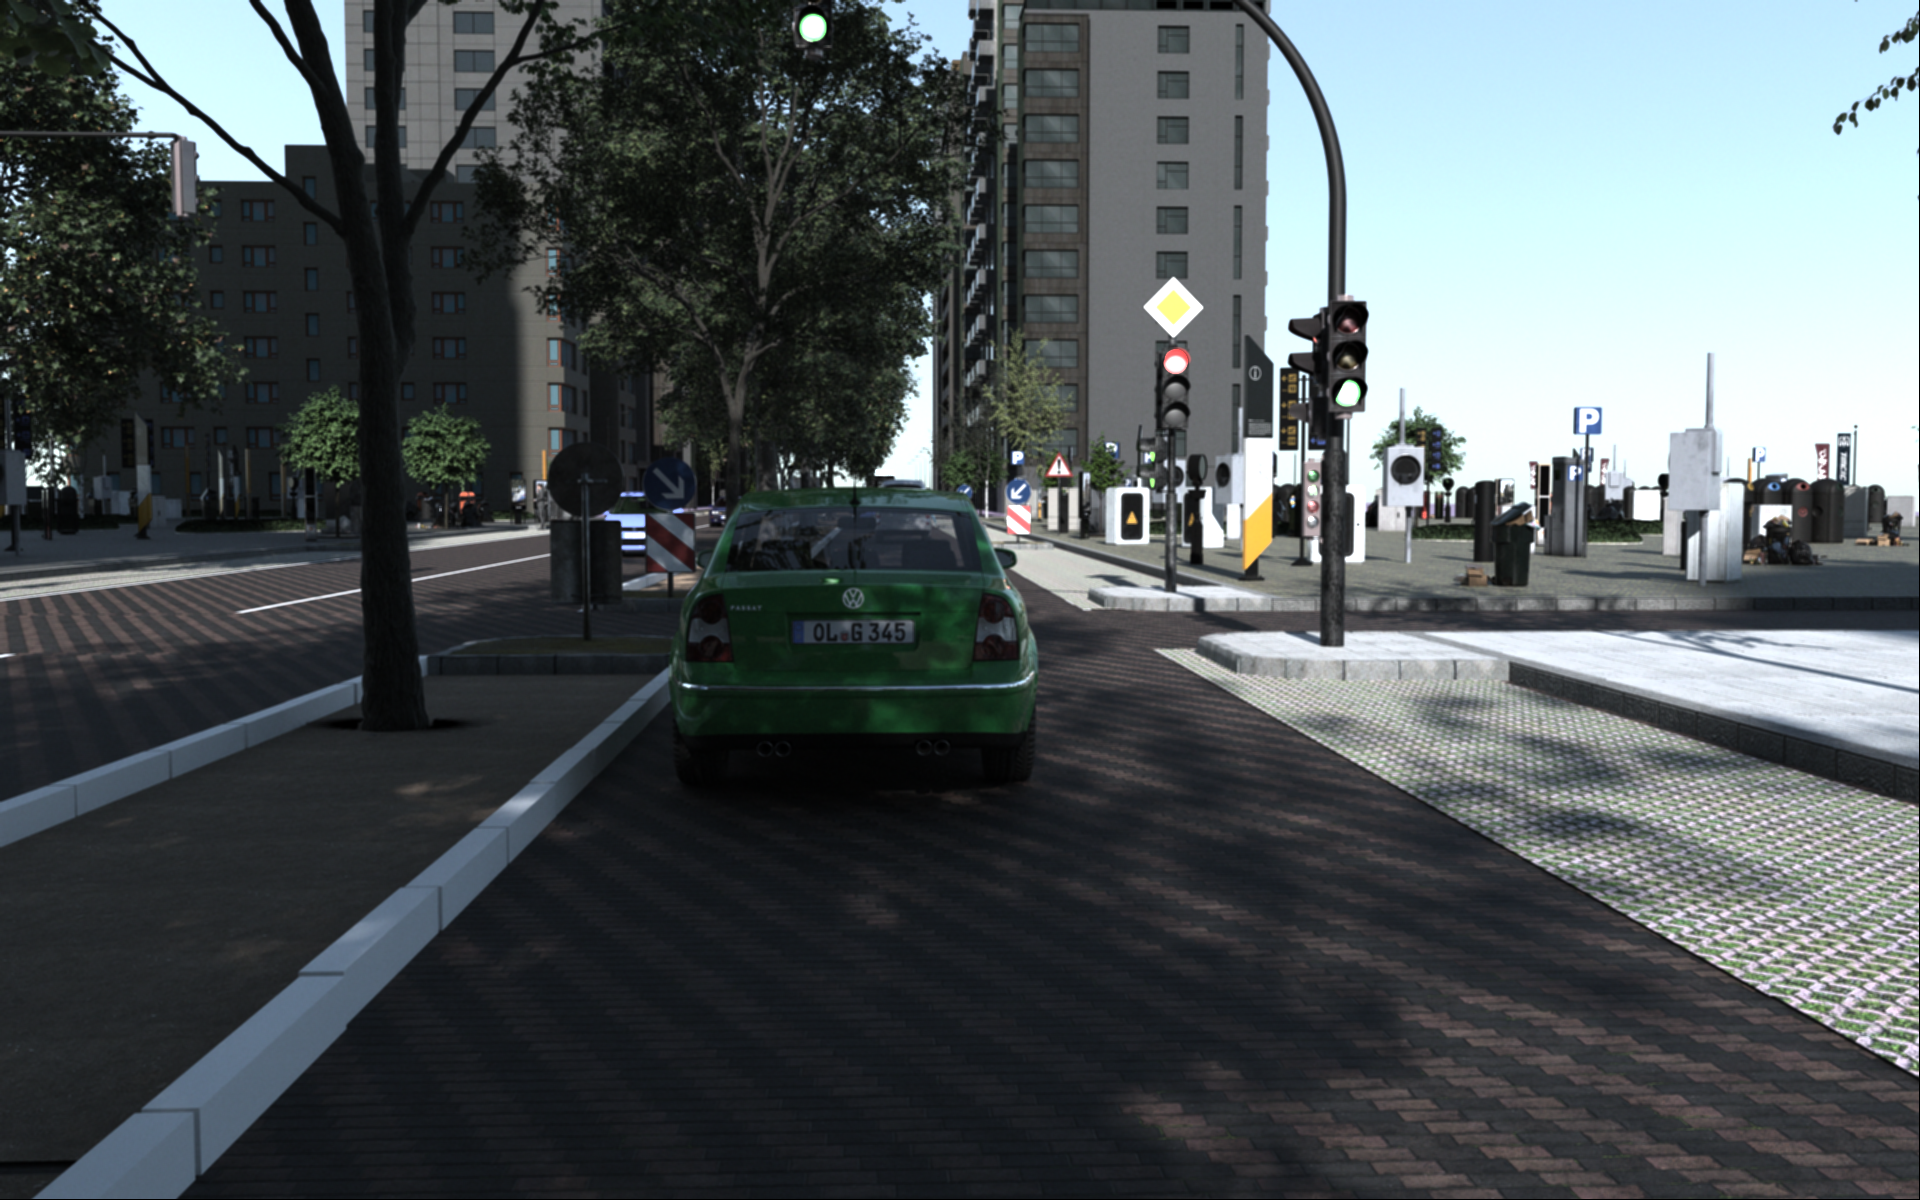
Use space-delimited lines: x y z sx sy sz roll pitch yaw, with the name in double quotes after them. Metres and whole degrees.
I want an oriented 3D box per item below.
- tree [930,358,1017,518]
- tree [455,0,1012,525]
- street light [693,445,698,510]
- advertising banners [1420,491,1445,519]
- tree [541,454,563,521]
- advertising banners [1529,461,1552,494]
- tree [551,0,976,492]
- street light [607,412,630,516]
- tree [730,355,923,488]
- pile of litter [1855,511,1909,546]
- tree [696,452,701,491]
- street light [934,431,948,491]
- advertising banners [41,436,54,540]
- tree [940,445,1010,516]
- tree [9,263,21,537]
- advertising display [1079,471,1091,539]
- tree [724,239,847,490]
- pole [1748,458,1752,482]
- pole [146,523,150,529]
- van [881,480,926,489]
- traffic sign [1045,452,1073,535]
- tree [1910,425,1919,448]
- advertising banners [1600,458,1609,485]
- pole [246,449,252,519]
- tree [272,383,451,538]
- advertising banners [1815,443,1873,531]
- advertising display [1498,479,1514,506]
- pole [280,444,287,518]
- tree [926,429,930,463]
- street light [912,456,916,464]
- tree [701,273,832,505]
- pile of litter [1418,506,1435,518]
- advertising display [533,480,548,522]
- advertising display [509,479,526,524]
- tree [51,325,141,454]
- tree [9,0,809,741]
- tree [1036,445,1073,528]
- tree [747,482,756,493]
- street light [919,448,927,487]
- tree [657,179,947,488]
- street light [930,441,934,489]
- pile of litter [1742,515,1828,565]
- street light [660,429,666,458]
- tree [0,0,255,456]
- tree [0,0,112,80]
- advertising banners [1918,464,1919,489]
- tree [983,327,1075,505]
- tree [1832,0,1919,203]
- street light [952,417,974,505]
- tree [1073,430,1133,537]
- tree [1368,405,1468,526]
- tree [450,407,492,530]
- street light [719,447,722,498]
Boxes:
1.200 -8.725 93.012 4.360 8.622 3.978 0 3 0 "tree"
-3.572 -5.460 26.138 8.767 10.594 7.601 0 4 -3 "tree"
-21.438 -10.465 143.644 1.470 5.913 1.316 0 4 -3 "street light"
23.714 -5.622 88.114 2.074 3.025 0.090 -1 4 -10 "advertising banners"
-19.458 -5.468 83.997 1.663 3.219 1.824 0 3 0 "tree"
31.418 -5.915 92.902 2.074 3.025 0.090 -1 4 -13 "advertising banners"
-4.033 -7.781 36.325 9.857 13.997 8.962 0 3 0 "tree"
-19.324 -7.673 97.988 1.470 5.913 1.316 0 4 -3 "street light"
-6.939 -10.348 82.010 12.009 13.543 11.850 0 3 0 "tree"
23.059 -1.795 43.312 1.176 0.858 1.719 1 4 20 "pile of litter"
-24.754 -13.596 172.656 4.737 8.622 4.395 0 3 0 "tree"
-0.949 -9.498 127.831 1.470 5.913 1.316 0 4 -3 "street light"
-25.539 -3.198 48.480 0.090 3.025 2.074 -3 4 -36 "advertising banners"
1.143 -7.150 100.618 4.285 4.588 4.351 0 3 0 "tree"
-28.090 -6.200 51.735 4.737 8.622 4.395 0 3 0 "tree"
3.554 -2.696 49.292 0.123 1.923 0.974 1 4 18 "advertising display"
-4.490 -5.576 43.979 4.360 8.622 3.978 0 3 0 "tree"
44.741 -6.381 98.166 0.158 3.312 0.155 0 3 0 "pole"
-30.085 -4.288 63.959 0.158 3.312 0.155 0 3 0 "pole"
-1.703 -2.726 51.575 2.013 2.044 4.112 0 4 -2 "van"
3.070 -3.285 53.719 0.884 2.594 0.081 0 4 0 "traffic sign"
26.972 -3.789 45.666 4.285 4.588 4.351 0 3 0 "tree"
30.966 -5.427 84.922 2.074 3.025 0.090 -1 4 -19 "advertising banners"
-32.087 -5.155 78.125 0.158 3.312 0.155 0 3 0 "pole"
-18.201 -4.098 50.716 4.285 4.588 4.351 0 3 0 "tree"
30.563 -3.900 59.954 2.074 3.025 0.090 0 4 -2 "advertising banners"
23.078 -4.160 73.229 0.974 1.923 0.123 -3 4 -37 "advertising display"
-27.621 -4.702 70.725 0.158 3.312 0.155 0 3 0 "pole"
-1.613 -14.147 181.668 4.360 8.622 3.978 0 3 0 "tree"
-4.783 -14.595 211.172 1.470 5.913 1.316 0 4 -3 "street light"
-4.977 -5.954 50.168 4.737 8.622 4.395 0 3 0 "tree"
25.294 -4.903 94.134 1.176 0.858 1.719 1 4 14 "pile of litter"
-19.031 -4.490 78.619 0.123 1.923 0.974 1 4 20 "advertising display"
-18.745 -4.171 73.414 0.123 1.923 0.974 2 4 24 "advertising display"
-33.480 -7.067 65.903 4.360 8.622 3.978 0 3 0 "tree"
-3.567 -5.023 10.333 9.928 11.665 9.643 0 3 0 "tree"
3.557 -4.388 66.353 1.663 3.219 1.824 0 3 0 "tree"
-26.094 -13.488 215.127 1.663 3.219 1.824 0 3 0 "tree"
-3.149 -12.329 174.120 1.470 5.913 1.316 0 4 -3 "street light"
-5.272 -8.544 59.158 9.611 12.733 9.660 0 3 0 "tree"
-1.932 -10.911 150.943 1.470 5.913 1.316 0 4 -3 "street light"
14.902 -1.086 31.721 1.719 0.858 1.176 2 4 31 "pile of litter"
-20.374 -9.083 121.050 1.470 5.913 1.316 0 4 -3 "street light"
-16.936 -6.845 28.932 9.611 12.733 9.660 0 3 0 "tree"
-2.716 -4.952 1.545 7.486 12.596 7.792 0 3 0 "tree"
56.029 -6.337 99.800 0.090 3.025 2.074 -1 4 -18 "advertising banners"
2.983 -7.687 76.046 4.737 8.622 4.395 0 3 0 "tree"
6.475 -3.663 10.250 4.360 8.622 3.978 0 3 0 "tree"
0.272 -8.105 105.053 1.470 5.913 1.316 0 4 -3 "street light"
4.386 -3.526 52.257 1.663 3.219 1.824 0 3 0 "tree"
16.614 -4.857 63.133 4.285 4.588 4.351 0 3 0 "tree"
-18.309 -4.764 61.606 4.285 4.588 4.351 0 3 0 "tree"
-22.592 -11.885 166.853 1.470 5.913 1.316 0 4 -3 "street light"
